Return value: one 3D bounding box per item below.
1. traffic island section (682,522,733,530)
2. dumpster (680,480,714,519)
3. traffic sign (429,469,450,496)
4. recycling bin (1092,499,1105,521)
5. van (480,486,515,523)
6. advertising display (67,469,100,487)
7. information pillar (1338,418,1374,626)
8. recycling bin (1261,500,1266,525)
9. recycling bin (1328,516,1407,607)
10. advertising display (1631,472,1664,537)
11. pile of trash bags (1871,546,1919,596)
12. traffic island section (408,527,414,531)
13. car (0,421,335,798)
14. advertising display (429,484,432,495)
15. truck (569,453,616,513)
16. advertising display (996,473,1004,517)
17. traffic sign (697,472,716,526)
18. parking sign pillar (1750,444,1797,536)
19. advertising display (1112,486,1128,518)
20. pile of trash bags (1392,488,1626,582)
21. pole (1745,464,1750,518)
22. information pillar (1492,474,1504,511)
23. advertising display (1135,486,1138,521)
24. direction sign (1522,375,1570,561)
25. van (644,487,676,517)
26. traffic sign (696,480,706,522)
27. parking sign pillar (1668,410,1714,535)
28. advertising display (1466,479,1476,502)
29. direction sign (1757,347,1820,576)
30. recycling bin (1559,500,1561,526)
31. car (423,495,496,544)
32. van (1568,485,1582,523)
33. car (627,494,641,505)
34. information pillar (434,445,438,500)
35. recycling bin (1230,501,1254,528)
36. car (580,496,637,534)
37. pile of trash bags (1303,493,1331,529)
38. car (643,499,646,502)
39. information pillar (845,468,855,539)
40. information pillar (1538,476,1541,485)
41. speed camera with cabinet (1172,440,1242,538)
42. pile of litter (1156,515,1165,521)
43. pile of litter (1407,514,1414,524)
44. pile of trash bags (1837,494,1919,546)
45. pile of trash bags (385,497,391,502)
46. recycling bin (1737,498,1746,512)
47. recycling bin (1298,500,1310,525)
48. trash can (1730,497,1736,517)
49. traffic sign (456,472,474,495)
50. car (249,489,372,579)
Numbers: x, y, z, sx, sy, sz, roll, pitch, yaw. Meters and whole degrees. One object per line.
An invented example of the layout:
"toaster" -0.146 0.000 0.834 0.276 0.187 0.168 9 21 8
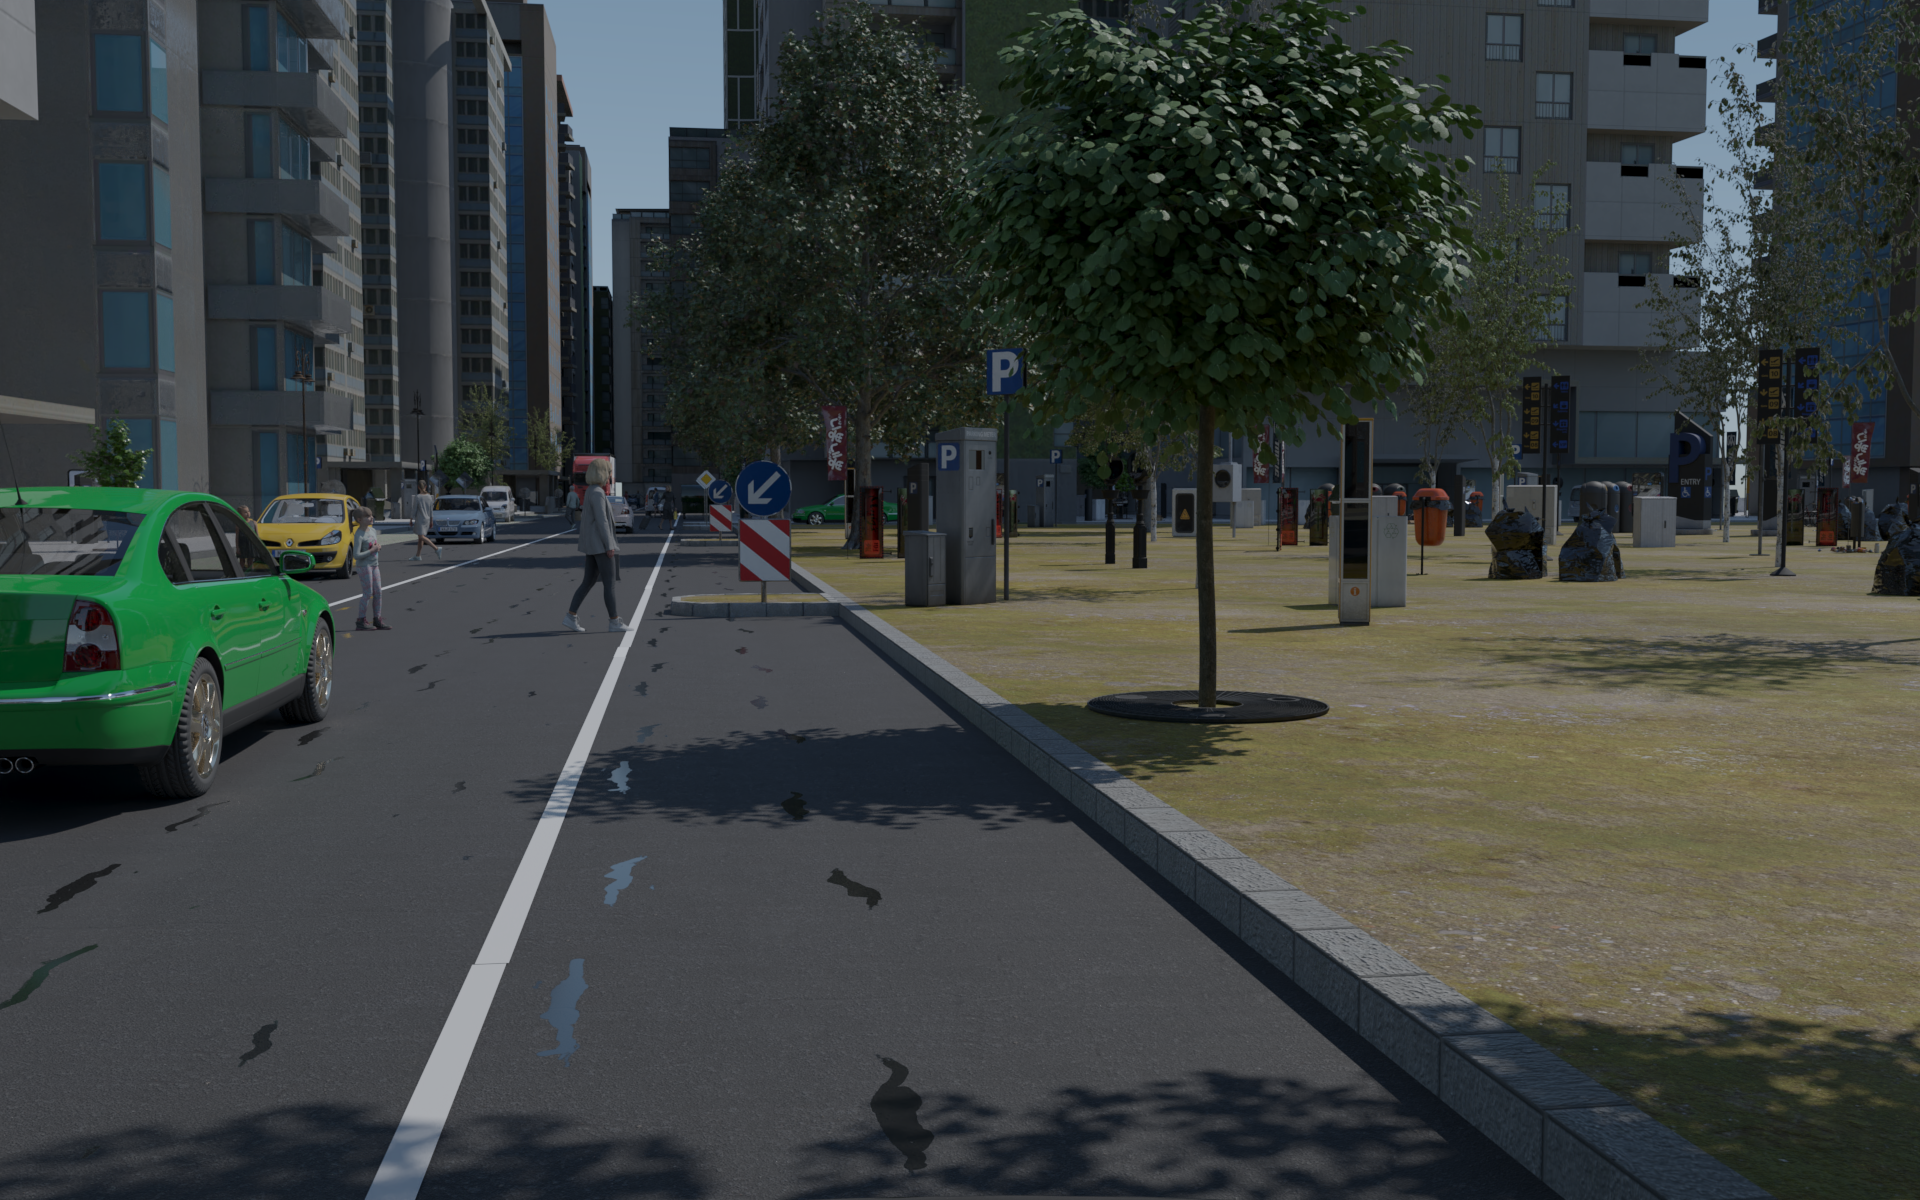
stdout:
"traffic island section" -10.285 -2.950 70.517 2.009 0.180 2.903 -1 4 -9
"dumpster" -14.950 -5.744 98.868 1.985 2.255 1.502 -1 4 -9
"traffic sign" -20.678 -3.987 68.834 0.795 2.450 0.064 -1 4 -9
"recycling bin" 6.521 -4.350 83.684 0.722 1.027 0.722 3 5 41
"van" -23.559 -4.941 87.804 2.013 2.044 4.112 -1 4 -10
"advertising display" -22.753 -2.449 45.251 0.974 1.923 0.123 -2 4 -33
"information pillar" 3.869 -0.762 16.951 0.304 2.012 0.304 1 4 10
"recycling bin" 12.138 -3.580 71.083 0.722 1.027 0.722 1 4 19
"recycling bin" 4.685 -0.451 19.927 0.722 1.027 0.722 0 4 -4
"advertising display" 20.384 -2.823 51.375 0.123 1.923 0.974 -3 4 -36
"pile of trash bags" 13.505 -0.732 21.714 3.447 1.369 1.912 0 3 0
"traffic island section" -20.700 -2.851 68.892 2.009 0.180 2.903 -1 4 -9
"car" -4.656 -0.037 9.396 1.959 1.807 4.718 -1 4 -9
"advertising display" -35.902 -6.804 116.461 0.974 1.923 0.123 2 4 27
"truck" -25.547 -8.081 121.037 2.839 4.237 11.283 -1 4 -9
"advertising display" 1.099 -2.929 53.109 0.974 1.923 0.123 3 5 43
"traffic sign" -10.307 -4.085 70.436 0.795 2.450 0.064 -1 4 -9
"parking sign pillar" 25.161 -3.964 53.283 1.447 3.967 1.447 -1 4 -10
"advertising display" 8.422 -5.272 91.404 0.974 1.923 0.123 -1 4 -21
"pile of trash bags" 8.569 -1.043 26.801 3.447 1.369 1.912 3 5 41
"pole" 42.830 -6.134 94.142 0.158 3.312 0.155 0 3 0
"information pillar" 19.454 -3.558 62.668 0.304 2.012 0.304 3 5 40
"advertising display" 7.068 -3.864 68.386 0.123 1.923 0.974 0 4 -5
"direction sign" 11.259 -2.529 33.346 0.876 3.537 0.379 2 4 31
"van" -18.761 -6.184 108.124 2.013 2.044 4.112 0 4 -8
"traffic sign" -11.546 -4.568 78.325 0.795 2.450 0.064 -1 4 -9
"parking sign pillar" 23.081 -4.054 54.752 1.447 3.967 1.447 -2 4 -33
"advertising display" 22.300 -4.347 76.292 0.974 1.923 0.123 -2 4 -26
"direction sign" 12.913 -2.145 27.068 0.876 3.537 0.379 3 4 38
"recycling bin" 23.553 -3.468 69.262 0.722 1.027 0.722 0 4 -5
"car" -14.724 -2.379 50.903 2.014 1.417 4.499 0 4 -8
"van" 30.448 -4.492 80.455 4.112 2.044 2.013 -1 4 -9
"car" -42.534 -13.051 225.384 2.014 1.417 4.499 0 4 -7
"information pillar" -24.803 -5.546 82.033 0.183 3.616 0.504 -2 4 -27
"recycling bin" 10.616 -3.221 65.218 0.722 1.027 0.722 0 4 -7
"car" -13.035 -3.166 64.131 2.083 1.381 4.827 -1 4 -10
"pile of trash bags" 13.541 -3.292 63.570 1.912 1.369 3.447 1 4 12
"car" -29.644 -9.482 167.615 1.945 1.354 3.894 -1 4 -11
"information pillar" -3.118 -2.731 49.141 0.304 2.012 0.304 0 4 -5
"information pillar" 23.685 -4.031 70.396 0.304 2.012 0.304 -1 4 -21
"speed camera with cabinet" 7.295 -3.482 51.272 2.038 3.252 0.660 3 4 37
"pile of litter" 9.241 -4.211 82.817 1.719 0.858 1.176 -3 5 -41
"pile of litter" 19.434 -3.641 73.501 1.176 0.858 1.719 -3 5 -44
"pile of trash bags" 25.140 -2.291 47.207 1.912 1.369 3.447 -1 4 -10
"pile of trash bags" -37.245 -6.420 114.716 3.447 1.369 1.912 -3 4 -36
"recycling bin" 55.005 -6.710 122.264 0.722 1.027 0.722 1 4 11
"recycling bin" 14.194 -3.633 71.961 0.722 1.027 0.722 -1 4 -19
"trash can" 43.630 -5.291 98.159 0.748 1.137 0.748 0 3 0
"traffic sign" -21.917 -4.470 76.723 0.795 2.450 0.064 -1 4 -9
"car" -11.341 -1.227 30.286 2.015 1.641 3.980 -1 4 -10
